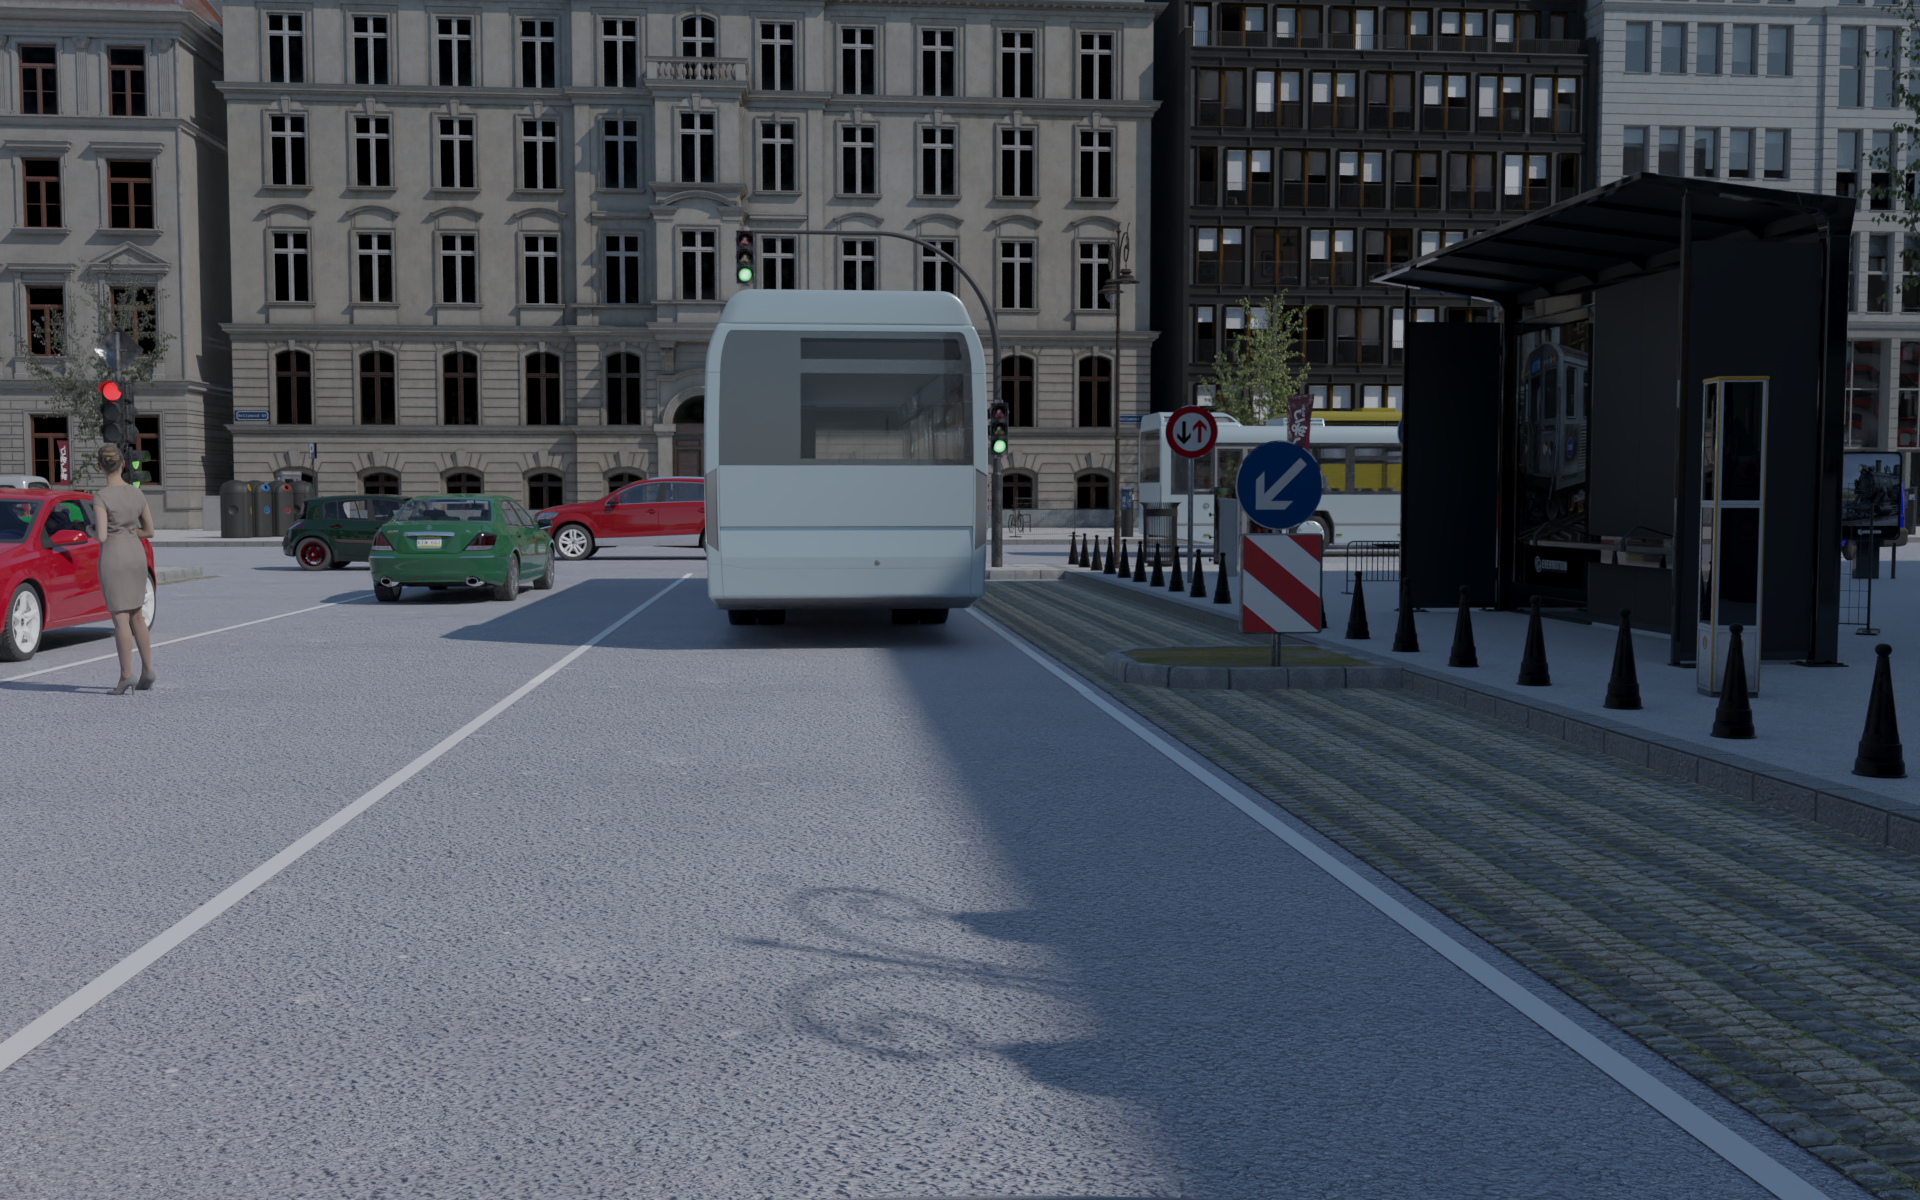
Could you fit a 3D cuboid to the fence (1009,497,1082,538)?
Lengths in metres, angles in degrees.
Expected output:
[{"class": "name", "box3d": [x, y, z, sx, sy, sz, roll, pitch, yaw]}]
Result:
[{"class": "fence", "box3d": [2.555, -2.480, 51.756, 2.264, 1.192, 0.480, -2, 4, -29]}]

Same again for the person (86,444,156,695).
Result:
[{"class": "person", "box3d": [-6.003, -0.216, 12.375, 0.374, 1.781, 0.599, 1, 4, 19]}]

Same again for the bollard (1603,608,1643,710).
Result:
[{"class": "bollard", "box3d": [3.980, 0.346, 10.379, 0.229, 0.601, 0.229, 0, 3, 0]}]

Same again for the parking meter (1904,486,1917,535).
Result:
[{"class": "parking meter", "box3d": [29.894, -2.820, 54.513, 0.372, 1.533, 0.369, 0, 3, 0]}]

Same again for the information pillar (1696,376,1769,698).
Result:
[{"class": "information pillar", "box3d": [4.888, -0.397, 10.975, 0.304, 2.012, 0.304, 0, 4, 6]}]

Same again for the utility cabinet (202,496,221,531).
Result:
[{"class": "utility cabinet", "box3d": [-25.775, -3.001, 60.221, 1.020, 1.237, 0.306, 0, 4, 4]}]

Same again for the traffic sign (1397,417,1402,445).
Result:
[{"class": "traffic sign", "box3d": [6.598, -1.508, 24.761, 0.768, 2.556, 0.104, 0, 4, -5]}]

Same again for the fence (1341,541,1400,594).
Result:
[{"class": "fence", "box3d": [5.958, -0.421, 22.252, 2.069, 0.683, 0.278, 0, 4, -1]}]

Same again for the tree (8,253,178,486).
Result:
[{"class": "tree", "box3d": [-25.923, -6.238, 52.355, 4.360, 8.622, 3.978, 0, 3, 0]}]

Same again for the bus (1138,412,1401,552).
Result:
[{"class": "bus", "box3d": [10.949, -2.794, 40.549, 13.247, 3.499, 2.948, 0, 4, -5]}]

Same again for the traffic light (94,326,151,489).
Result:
[{"class": "traffic light", "box3d": [-14.031, -2.449, 28.966, 0.839, 4.253, 0.868, 0, 4, -5]}]

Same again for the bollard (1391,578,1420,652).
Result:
[{"class": "bollard", "box3d": [3.639, 0.118, 14.119, 0.229, 0.601, 0.229, 0, 3, 0]}]

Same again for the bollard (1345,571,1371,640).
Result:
[{"class": "bollard", "box3d": [3.530, 0.042, 15.359, 0.229, 0.601, 0.229, 0, 3, 0]}]

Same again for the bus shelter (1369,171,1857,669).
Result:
[{"class": "bus shelter", "box3d": [5.543, -1.501, 15.821, 1.731, 3.624, 6.357, 0, 4, -5]}]

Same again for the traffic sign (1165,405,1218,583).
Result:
[{"class": "traffic sign", "box3d": [3.317, -1.517, 24.904, 0.768, 2.556, 0.104, 0, 4, -3]}]

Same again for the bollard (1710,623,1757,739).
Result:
[{"class": "bollard", "box3d": [4.091, 0.422, 9.144, 0.229, 0.601, 0.229, 0, 3, 0]}]

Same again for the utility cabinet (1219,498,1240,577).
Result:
[{"class": "utility cabinet", "box3d": [4.264, -0.990, 27.355, 0.306, 1.237, 1.020, 1, 4, 11]}]

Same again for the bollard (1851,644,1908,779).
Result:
[{"class": "bollard", "box3d": [4.202, 0.498, 7.897, 0.229, 0.601, 0.229, 0, 3, 0]}]

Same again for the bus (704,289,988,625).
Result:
[{"class": "bus", "box3d": [-1.646, -1.675, 22.249, 2.948, 3.499, 13.247, 0, 4, -5]}]

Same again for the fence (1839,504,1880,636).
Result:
[{"class": "fence", "box3d": [7.456, -0.320, 16.433, 2.264, 1.192, 0.480, 2, 4, 31]}]

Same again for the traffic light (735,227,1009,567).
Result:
[{"class": "traffic light", "box3d": [-1.456, -3.383, 29.973, 4.771, 5.953, 1.251, 0, 4, -5]}]

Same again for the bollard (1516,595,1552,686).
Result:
[{"class": "bollard", "box3d": [3.864, 0.269, 11.638, 0.229, 0.601, 0.229, 0, 3, 0]}]

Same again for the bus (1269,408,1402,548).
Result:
[{"class": "bus", "box3d": [14.390, -3.334, 46.054, 12.252, 3.916, 2.896, 0, 4, -5]}]

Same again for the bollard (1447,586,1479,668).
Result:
[{"class": "bollard", "box3d": [3.749, 0.193, 12.884, 0.229, 0.601, 0.229, 0, 3, 0]}]

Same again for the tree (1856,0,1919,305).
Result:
[{"class": "tree", "box3d": [12.990, -4.336, 21.262, 4.360, 8.622, 3.978, 0, 3, 0]}]

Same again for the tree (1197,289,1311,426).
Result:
[{"class": "tree", "box3d": [10.812, -6.866, 62.622, 4.737, 8.622, 4.395, 0, 3, 0]}]

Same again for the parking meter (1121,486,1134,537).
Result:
[{"class": "parking meter", "box3d": [4.984, -2.642, 51.611, 0.372, 1.533, 0.369, 0, 3, 0]}]

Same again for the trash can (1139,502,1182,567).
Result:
[{"class": "trash can", "box3d": [3.546, -1.163, 30.670, 0.748, 1.137, 0.748, 0, 3, 0]}]

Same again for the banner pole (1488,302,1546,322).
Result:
[{"class": "banner pole", "box3d": [6.807, -1.928, 21.532, 0.863, 3.779, 0.401, 2, 4, 29]}]

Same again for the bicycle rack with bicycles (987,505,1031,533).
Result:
[{"class": "bicycle rack with bicycles", "box3d": [1.195, -2.710, 57.693, 2.852, 0.926, 2.925, 1, 4, 11]}]

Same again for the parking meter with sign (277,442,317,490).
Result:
[{"class": "parking meter with sign", "box3d": [-22.461, -3.773, 57.955, 1.738, 3.016, 0.543, -3, 5, -40]}]
